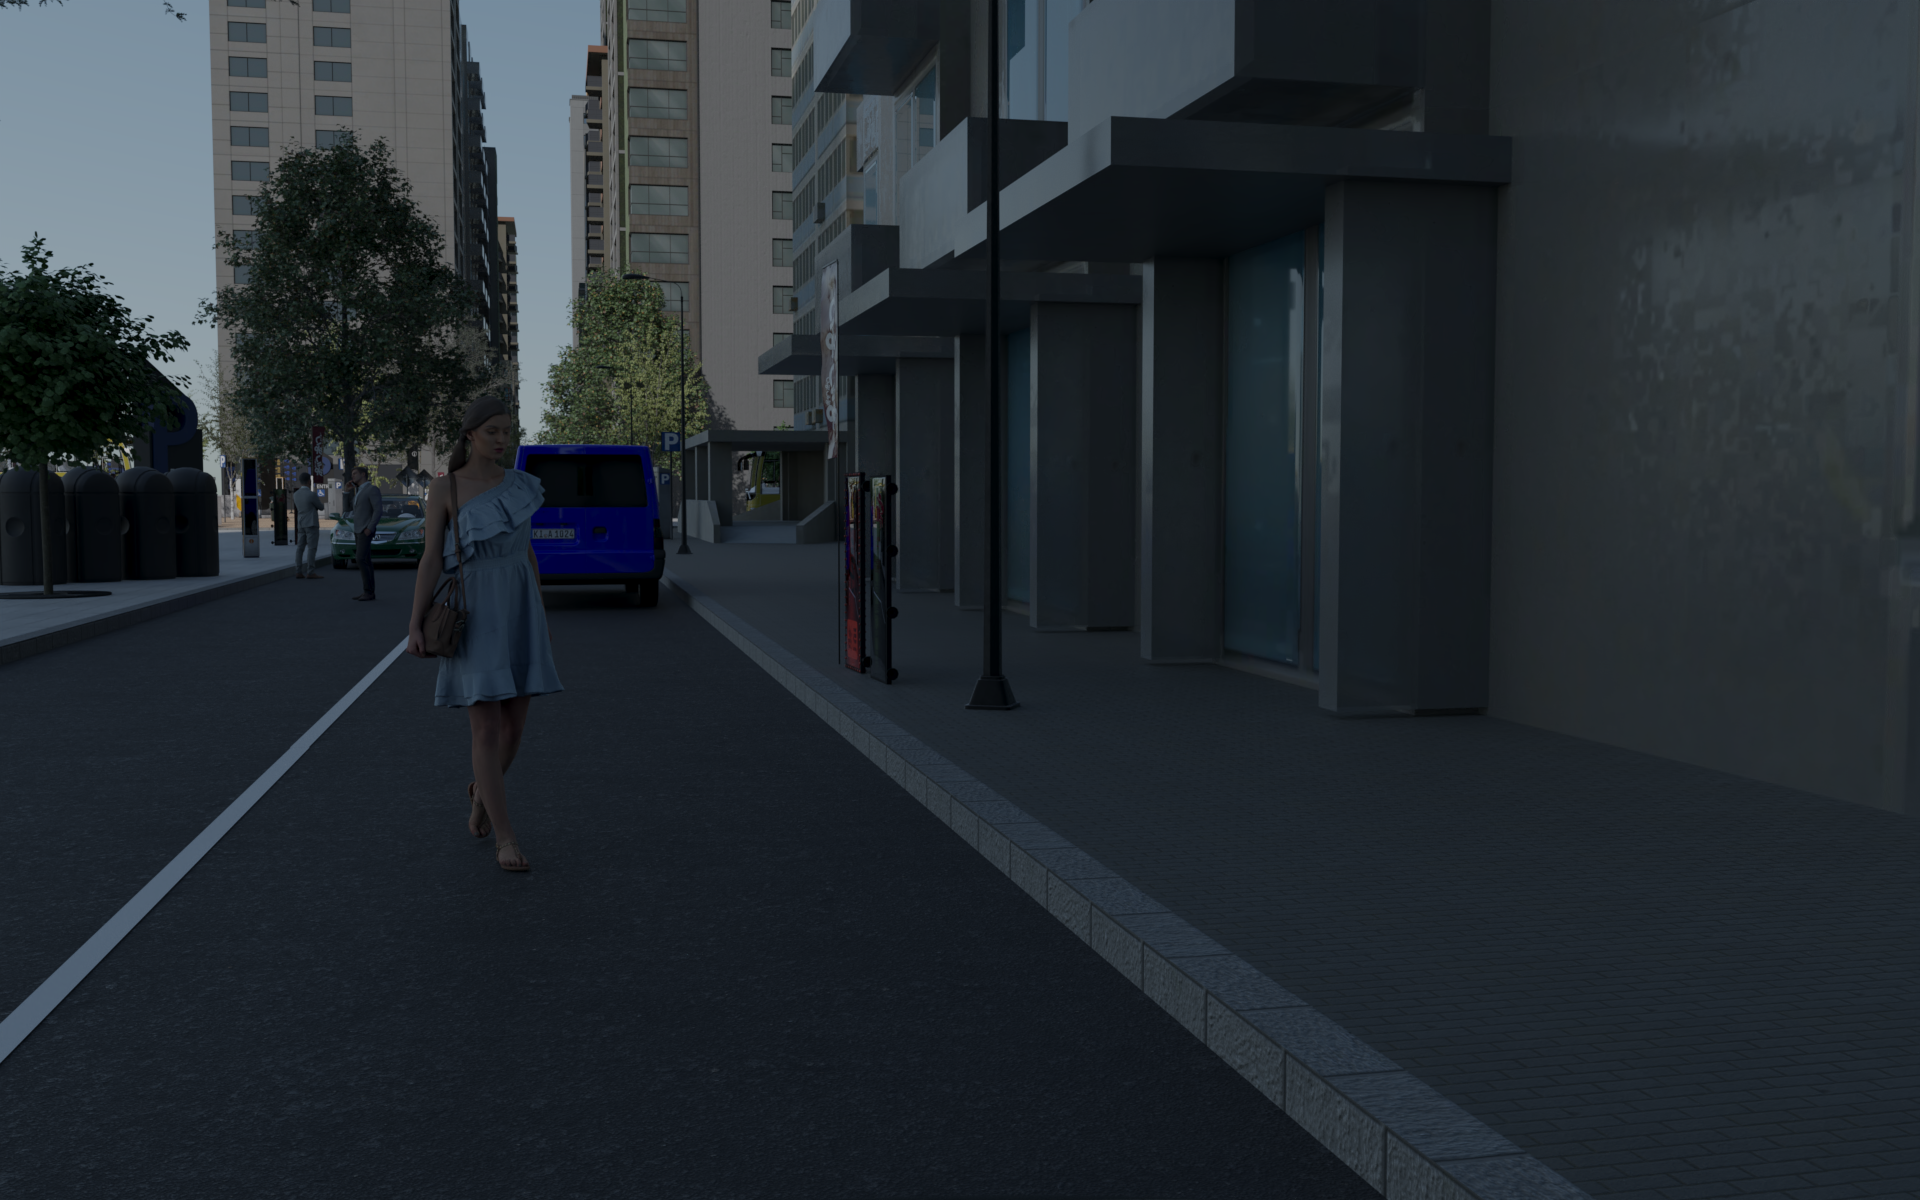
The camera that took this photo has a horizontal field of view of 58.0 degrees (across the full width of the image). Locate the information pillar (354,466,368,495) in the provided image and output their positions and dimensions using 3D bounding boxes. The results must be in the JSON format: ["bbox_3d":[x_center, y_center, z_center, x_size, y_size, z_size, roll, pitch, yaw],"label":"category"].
[{"bbox_3d":[-15.912,-2.544,46.086,0.304,2.012,0.304,-1,4,-9],"label":"information pillar"}]

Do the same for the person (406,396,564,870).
[{"bbox_3d":[-1.888,0.110,6.803,0.616,1.811,0.778,-2,4,-32],"label":"person"}]

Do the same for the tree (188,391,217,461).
[{"bbox_3d":[-53.680,-10.355,119.663,4.737,8.622,4.395,0,3,0],"label":"tree"}]

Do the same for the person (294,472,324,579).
[{"bbox_3d":[-11.047,-1.270,29.442,0.511,1.800,0.466,1,4,11],"label":"person"}]

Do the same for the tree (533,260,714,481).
[{"bbox_3d":[-16.449,-10.272,84.947,9.611,12.733,9.660,0,3,0],"label":"tree"}]

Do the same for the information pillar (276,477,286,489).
[{"bbox_3d":[-29.605,-4.346,75.554,0.304,2.012,0.304,0,4,1],"label":"information pillar"}]

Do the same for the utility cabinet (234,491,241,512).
[{"bbox_3d":[-49.370,-6.756,119.140,1.173,1.500,0.318,1,4,20],"label":"utility cabinet"}]

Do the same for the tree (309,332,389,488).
[{"bbox_3d":[-25.469,-7.441,72.019,4.737,8.622,4.395,0,3,0],"label":"tree"}]

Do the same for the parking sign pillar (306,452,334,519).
[{"bbox_3d":[-32.511,-6.088,88.009,1.447,3.967,1.447,-2,4,-25],"label":"parking sign pillar"}]

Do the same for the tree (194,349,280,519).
[{"bbox_3d":[-36.879,-8.388,87.505,4.360,8.622,3.978,0,3,0],"label":"tree"}]

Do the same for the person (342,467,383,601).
[{"bbox_3d":[-8.079,-0.902,23.430,0.473,1.802,0.592,-2,4,-28],"label":"person"}]

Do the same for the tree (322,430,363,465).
[{"bbox_3d":[-42.277,-11.635,124.651,8.767,10.594,7.601,-1,4,-11],"label":"tree"}]

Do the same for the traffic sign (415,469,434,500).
[{"bbox_3d":[-21.338,-3.998,69.017,0.795,2.450,0.064,-1,4,-13],"label":"traffic sign"}]

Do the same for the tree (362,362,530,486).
[{"bbox_3d":[-32.760,-10.941,113.303,8.767,10.594,7.601,1,4,18],"label":"tree"}]

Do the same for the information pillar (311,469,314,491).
[{"bbox_3d":[-29.679,-5.385,79.392,0.183,3.616,0.504,-1,4,-16],"label":"information pillar"}]

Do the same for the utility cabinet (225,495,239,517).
[{"bbox_3d":[-41.164,-5.284,97.548,1.020,1.237,0.306,-2,4,-26],"label":"utility cabinet"}]

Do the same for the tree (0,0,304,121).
[{"bbox_3d":[-8.672,-6.031,8.972,12.009,13.543,11.850,0,3,0],"label":"tree"}]

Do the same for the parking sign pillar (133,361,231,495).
[{"bbox_3d":[-15.018,-2.716,32.880,1.447,3.967,1.447,1,4,21],"label":"parking sign pillar"}]

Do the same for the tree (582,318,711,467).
[{"bbox_3d":[-12.981,-7.543,73.689,4.737,8.622,4.395,0,3,0],"label":"tree"}]

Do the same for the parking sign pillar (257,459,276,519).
[{"bbox_3d":[-36.595,-6.282,91.189,1.447,3.967,1.447,1,4,12],"label":"parking sign pillar"}]

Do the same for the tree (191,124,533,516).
[{"bbox_3d":[-19.171,-8.392,54.220,9.611,12.733,9.660,0,3,0],"label":"tree"}]

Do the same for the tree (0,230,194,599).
[{"bbox_3d":[-11.550,-2.323,21.695,4.285,4.588,4.351,0,3,0],"label":"tree"}]

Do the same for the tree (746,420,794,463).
[{"bbox_3d":[-7.808,-5.693,76.797,4.285,4.588,4.351,0,3,0],"label":"tree"}]

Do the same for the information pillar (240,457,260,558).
[{"bbox_3d":[-14.288,-1.856,34.845,0.304,2.012,0.304,-2,4,-28],"label":"information pillar"}]

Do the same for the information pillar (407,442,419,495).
[{"bbox_3d":[-24.328,-5.245,77.106,0.504,3.616,0.183,0,4,-6],"label":"information pillar"}]

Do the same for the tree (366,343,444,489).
[{"bbox_3d":[-26.234,-8.108,82.932,4.360,8.622,3.978,0,3,0],"label":"tree"}]

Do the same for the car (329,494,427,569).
[{"bbox_3d":[-11.492,-1.411,34.869,2.131,1.459,4.920,-1,4,-13],"label":"car"}]

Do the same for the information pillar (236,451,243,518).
[{"bbox_3d":[-39.145,-6.292,94.231,0.504,3.616,0.183,1,4,9],"label":"information pillar"}]

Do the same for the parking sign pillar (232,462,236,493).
[{"bbox_3d":[-51.894,-8.280,123.850,1.447,3.967,1.447,2,4,33],"label":"parking sign pillar"}]

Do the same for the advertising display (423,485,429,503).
[{"bbox_3d":[-27.945,-5.289,91.690,0.974,1.923,0.123,1,4,10],"label":"advertising display"}]

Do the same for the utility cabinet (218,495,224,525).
[{"bbox_3d":[-31.107,-3.702,71.686,0.306,1.237,1.020,2,4,35],"label":"utility cabinet"}]

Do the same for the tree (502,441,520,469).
[{"bbox_3d":[-54.335,-15.835,209.264,4.360,8.622,3.978,0,3,0],"label":"tree"}]
